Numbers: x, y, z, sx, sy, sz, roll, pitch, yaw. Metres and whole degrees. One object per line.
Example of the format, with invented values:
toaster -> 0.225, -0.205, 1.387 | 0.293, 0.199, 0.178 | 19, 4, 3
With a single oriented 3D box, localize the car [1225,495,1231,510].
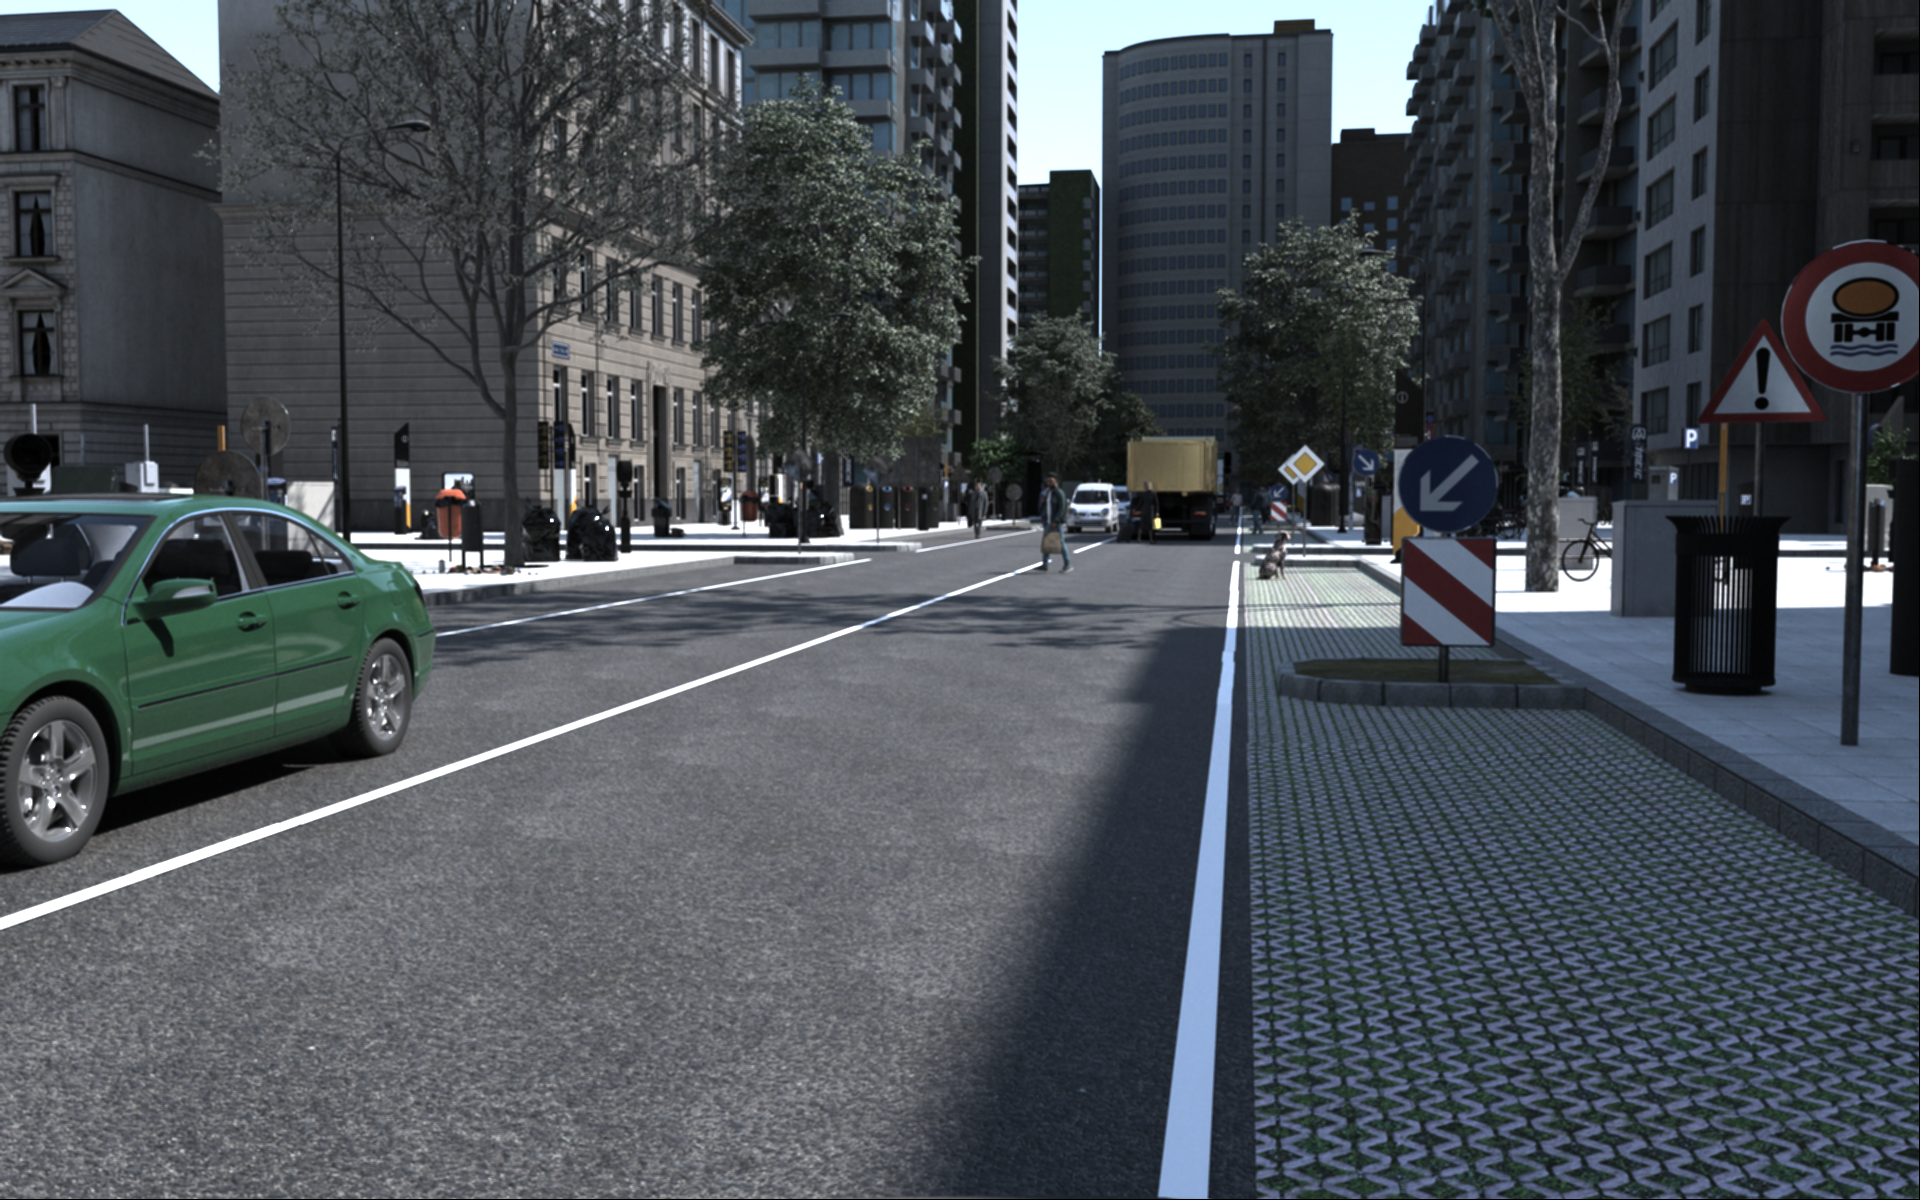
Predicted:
car -> 22.841, -8.788, 152.729 | 2.155, 1.783, 4.494 | 0, 4, 7

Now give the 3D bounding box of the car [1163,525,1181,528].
car -> 8.051, -3.254, 65.572 | 2.083, 1.381, 4.827 | 0, 4, 7

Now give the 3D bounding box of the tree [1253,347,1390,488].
tree -> 20.854, -10.212, 101.374 | 8.767, 10.594, 7.601 | 1, 4, 13

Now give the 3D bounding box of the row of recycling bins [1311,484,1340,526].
row of recycling bins -> 14.971, -3.858, 70.197 | 1.069, 1.692, 3.534 | 1, 4, 22

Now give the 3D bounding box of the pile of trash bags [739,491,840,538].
pile of trash bags -> -5.193, -2.553, 51.488 | 3.447, 1.369, 1.912 | 2, 4, 33

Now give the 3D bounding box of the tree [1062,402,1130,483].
tree -> 11.655, -13.256, 151.145 | 7.601, 10.594, 8.767 | 2, 4, 27

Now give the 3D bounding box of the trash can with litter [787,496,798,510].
trash can with litter -> -8.420, -4.604, 86.663 | 0.624, 1.170, 1.055 | -1, 4, -12

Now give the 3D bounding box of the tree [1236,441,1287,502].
tree -> 34.893, -16.744, 190.766 | 9.611, 12.733, 9.660 | 0, 3, 0

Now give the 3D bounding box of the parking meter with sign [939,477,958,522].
parking meter with sign -> -0.895, -5.070, 79.161 | 1.738, 3.016, 0.543 | 2, 4, 35

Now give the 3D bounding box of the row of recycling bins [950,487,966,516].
row of recycling bins -> 0.074, -5.752, 101.159 | 1.069, 1.692, 3.534 | 1, 4, 11

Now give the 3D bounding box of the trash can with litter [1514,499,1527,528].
trash can with litter -> 21.294, -3.288, 65.141 | 1.055, 1.170, 0.624 | -2, 4, -31

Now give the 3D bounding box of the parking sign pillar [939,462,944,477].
parking sign pillar -> -1.661, -7.167, 105.653 | 1.447, 3.967, 1.447 | 0, 4, -4

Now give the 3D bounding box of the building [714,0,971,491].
building -> -12.166, -31.663, 137.297 | 23.786, 49.044, 30.456 | 1, 4, 9

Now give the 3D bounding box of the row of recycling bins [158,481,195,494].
row of recycling bins -> -24.288, -2.996, 56.101 | 1.069, 1.692, 3.534 | 3, 5, 41

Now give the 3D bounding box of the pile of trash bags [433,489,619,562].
pile of trash bags -> -8.302, -1.435, 33.210 | 3.447, 1.369, 1.912 | -1, 4, -11

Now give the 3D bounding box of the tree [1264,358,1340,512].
tree -> 24.831, -12.265, 126.293 | 9.928, 11.665, 9.643 | 0, 3, 0

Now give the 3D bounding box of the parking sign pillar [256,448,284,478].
parking sign pillar -> -20.386, -3.834, 51.165 | 1.447, 3.967, 1.447 | 0, 4, -6

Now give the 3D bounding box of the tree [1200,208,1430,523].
tree -> 15.910, -10.432, 77.226 | 9.857, 13.997, 8.962 | 0, 3, 0

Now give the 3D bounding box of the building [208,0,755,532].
building -> -17.633, -16.685, 70.058 | 12.463, 27.353, 25.104 | 1, 4, 9

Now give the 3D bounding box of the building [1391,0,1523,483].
building -> 53.478, -33.147, 161.567 | 23.786, 49.044, 30.456 | 1, 4, 9

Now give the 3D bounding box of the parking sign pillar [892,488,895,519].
parking sign pillar -> -3.160, -6.147, 88.977 | 1.447, 3.967, 1.447 | -1, 4, -22

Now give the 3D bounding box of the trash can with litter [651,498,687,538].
trash can with litter -> -8.566, -2.428, 51.086 | 1.055, 1.170, 0.624 | 1, 4, 20

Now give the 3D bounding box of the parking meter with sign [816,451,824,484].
parking meter with sign -> -5.393, -4.564, 70.875 | 0.543, 3.016, 1.738 | 1, 4, 11

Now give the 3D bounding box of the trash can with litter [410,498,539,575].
trash can with litter -> -7.704, -1.027, 27.851 | 2.233, 1.210, 1.678 | 3, 5, 40

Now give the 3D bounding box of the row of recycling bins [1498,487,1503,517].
row of recycling bins -> 26.996, -5.152, 91.349 | 3.534, 1.692, 1.069 | -1, 4, -15

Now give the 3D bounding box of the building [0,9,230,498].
building -> -38.474, -12.283, 65.458 | 19.286, 19.102, 10.561 | 1, 4, 9

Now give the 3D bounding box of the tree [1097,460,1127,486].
tree -> 14.324, -10.927, 162.373 | 4.285, 4.588, 4.351 | 0, 3, 0

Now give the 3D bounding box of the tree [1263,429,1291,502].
tree -> 30.338, -13.096, 164.480 | 4.360, 8.622, 3.978 | 0, 3, 0

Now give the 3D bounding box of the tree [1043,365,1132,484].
tree -> 9.863, -12.829, 135.502 | 9.928, 11.665, 9.643 | 0, 3, 0

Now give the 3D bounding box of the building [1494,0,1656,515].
building -> 42.819, -27.118, 98.010 | 22.147, 44.769, 28.867 | 1, 4, 9

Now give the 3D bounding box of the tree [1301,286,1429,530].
tree -> 14.094, -6.789, 61.358 | 4.737, 8.622, 4.395 | 0, 3, 0

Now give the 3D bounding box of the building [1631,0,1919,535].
building -> 31.278, -17.473, 57.385 | 14.107, 30.474, 14.160 | 1, 4, 9

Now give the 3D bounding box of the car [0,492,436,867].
car -> -4.202, 0.217, 8.257 | 2.131, 1.459, 4.920 | 0, 4, 7

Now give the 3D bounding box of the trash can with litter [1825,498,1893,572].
trash can with litter -> 15.483, -1.103, 29.090 | 1.678, 1.210, 2.233 | 2, 4, 24

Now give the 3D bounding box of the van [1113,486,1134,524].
van -> 7.573, -4.677, 83.484 | 2.013, 2.044, 4.112 | 1, 4, 8

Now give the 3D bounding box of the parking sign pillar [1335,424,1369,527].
parking sign pillar -> 15.297, -4.811, 67.138 | 1.447, 3.967, 1.447 | -3, 5, -40

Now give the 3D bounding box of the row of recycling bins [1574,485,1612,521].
row of recycling bins -> 29.805, -4.575, 81.921 | 3.534, 1.692, 1.069 | -3, 5, -43

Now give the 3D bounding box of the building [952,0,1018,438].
building -> -8.576, -38.805, 176.454 | 28.212, 58.520, 21.231 | 1, 4, 9

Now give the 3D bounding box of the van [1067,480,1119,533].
van -> 4.969, -3.519, 64.540 | 2.013, 2.044, 4.112 | 1, 4, 10

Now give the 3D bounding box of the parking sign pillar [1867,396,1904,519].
parking sign pillar -> 25.304, -3.607, 47.447 | 1.447, 3.967, 1.447 | -3, 5, -39

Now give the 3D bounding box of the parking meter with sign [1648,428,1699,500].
parking meter with sign -> 18.943, -3.081, 46.643 | 0.543, 3.016, 1.738 | -2, 4, -27

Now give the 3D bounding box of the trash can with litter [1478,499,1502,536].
trash can with litter -> 16.368, -2.584, 53.641 | 0.624, 1.170, 1.055 | 2, 4, 31

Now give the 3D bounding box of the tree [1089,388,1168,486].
tree -> 18.324, -16.555, 187.678 | 9.611, 12.733, 9.660 | 0, 3, 0

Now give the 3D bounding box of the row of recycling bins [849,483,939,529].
row of recycling bins -> -2.463, -3.500, 64.338 | 3.534, 1.692, 1.069 | -2, 4, -27

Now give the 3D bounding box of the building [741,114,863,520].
building -> -14.315, -15.458, 94.541 | 13.314, 21.916, 24.055 | 1, 4, 9
